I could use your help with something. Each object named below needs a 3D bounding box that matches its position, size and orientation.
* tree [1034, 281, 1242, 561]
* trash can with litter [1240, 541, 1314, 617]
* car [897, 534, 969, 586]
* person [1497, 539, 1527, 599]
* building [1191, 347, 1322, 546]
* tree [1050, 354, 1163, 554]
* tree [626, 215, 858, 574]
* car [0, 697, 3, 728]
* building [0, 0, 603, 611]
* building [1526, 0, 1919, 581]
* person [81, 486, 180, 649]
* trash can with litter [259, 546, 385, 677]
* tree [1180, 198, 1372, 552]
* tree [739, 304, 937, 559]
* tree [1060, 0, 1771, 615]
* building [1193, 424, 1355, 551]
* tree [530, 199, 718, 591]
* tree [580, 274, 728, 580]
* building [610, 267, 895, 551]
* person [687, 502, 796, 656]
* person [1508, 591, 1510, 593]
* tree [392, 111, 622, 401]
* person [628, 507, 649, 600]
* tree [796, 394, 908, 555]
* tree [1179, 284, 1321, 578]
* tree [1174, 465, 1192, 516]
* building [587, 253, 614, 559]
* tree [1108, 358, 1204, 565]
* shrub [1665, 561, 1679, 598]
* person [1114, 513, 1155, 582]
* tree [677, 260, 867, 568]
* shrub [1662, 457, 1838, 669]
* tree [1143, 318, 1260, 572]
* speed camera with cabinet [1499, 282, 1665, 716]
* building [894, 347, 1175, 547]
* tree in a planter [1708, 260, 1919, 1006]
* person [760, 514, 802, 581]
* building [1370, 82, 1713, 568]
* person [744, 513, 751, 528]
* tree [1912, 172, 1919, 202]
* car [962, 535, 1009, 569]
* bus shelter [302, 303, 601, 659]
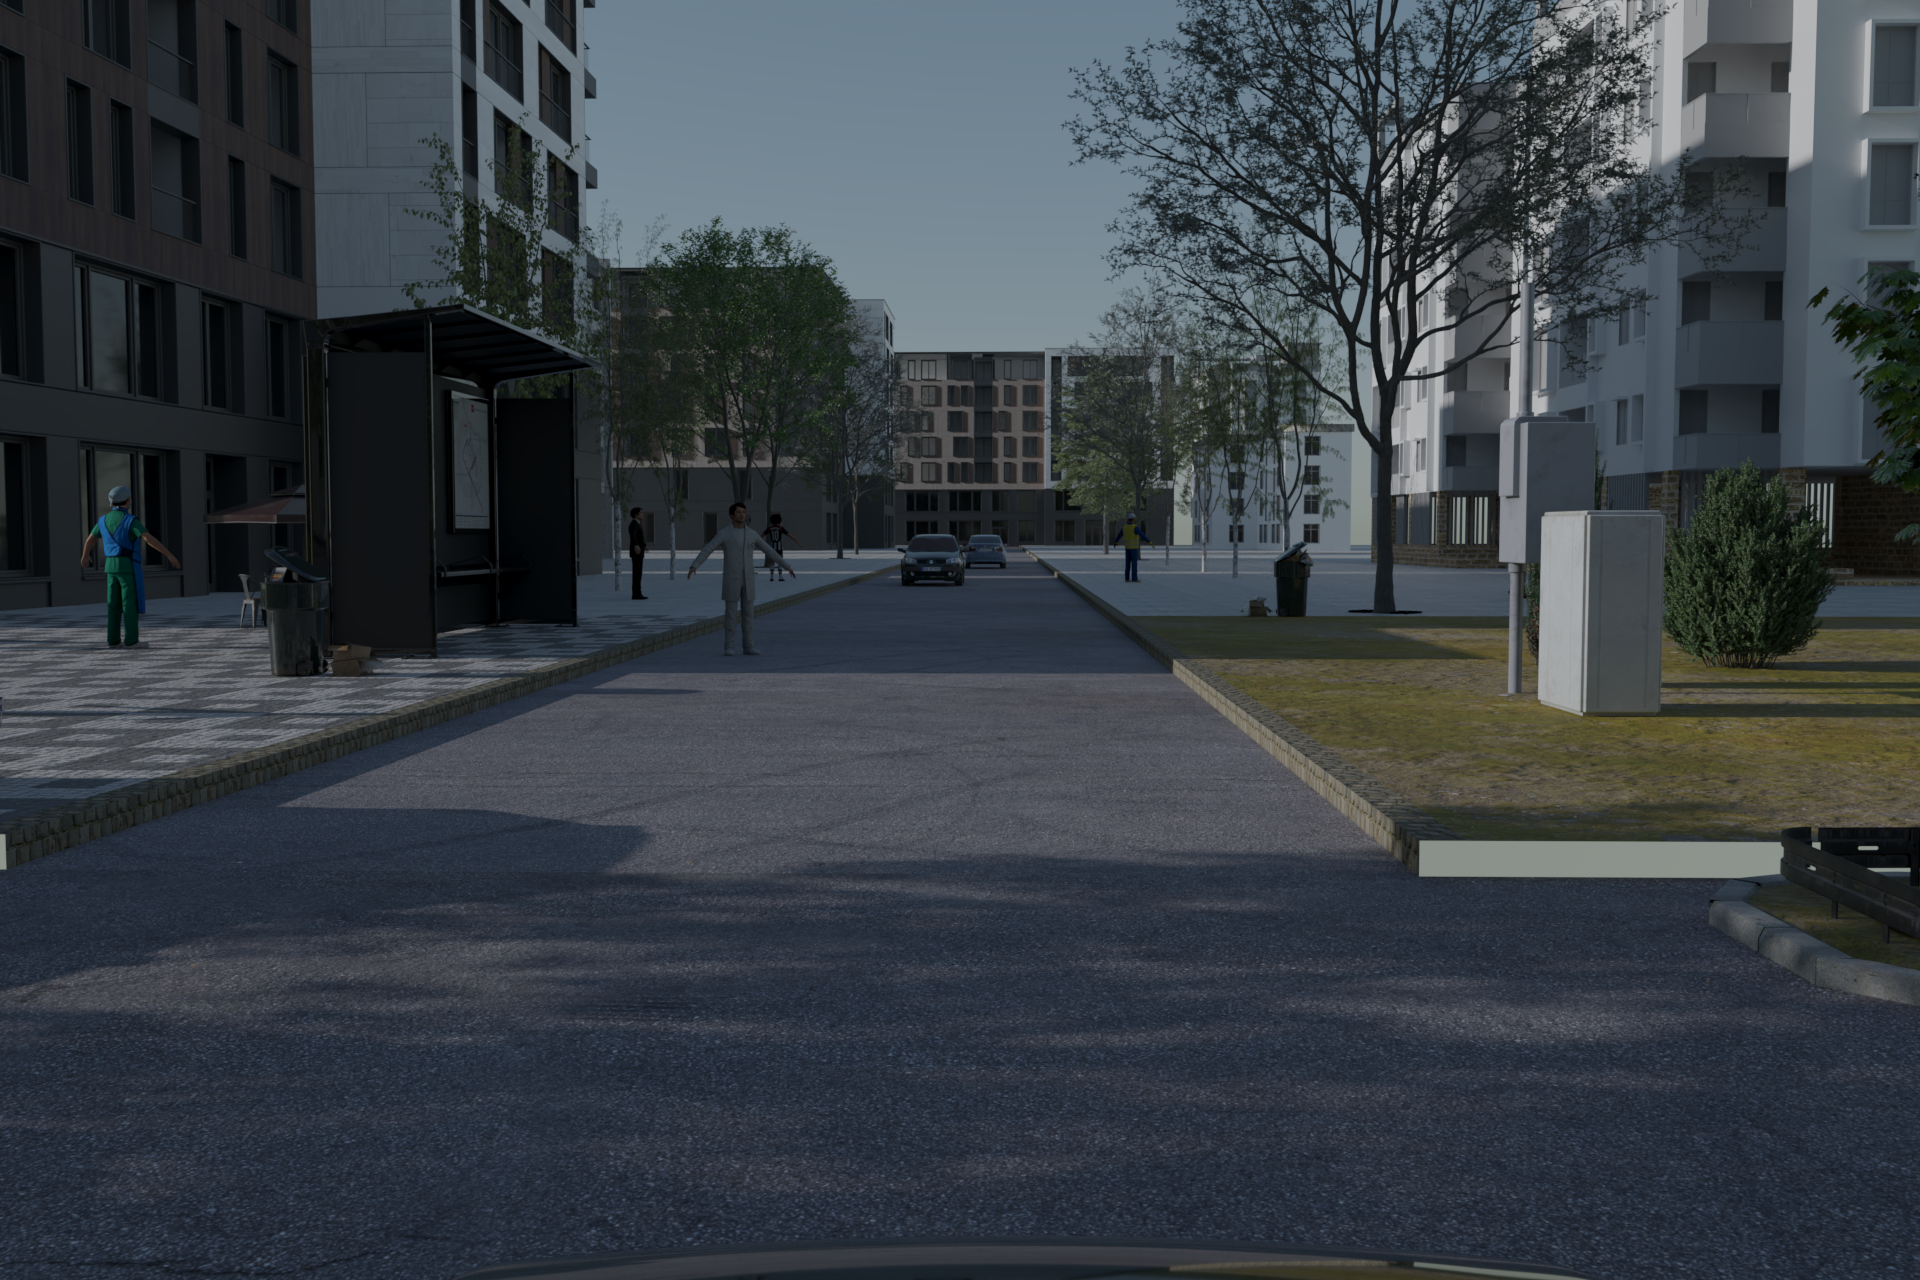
[{"bbox_3d":[8.705,-10.617,83.954,12.009,13.543,11.850,0,3,0],"label":"tree"},{"bbox_3d":[4.924,-0.949,26.909,1.055,1.170,0.624,0,4,1],"label":"trash can with litter"},{"bbox_3d":[-0.740,-2.406,49.131,2.009,1.686,4.222,0,4,1],"label":"car"},{"bbox_3d":[11.191,-1.732,34.597,0.705,1.796,1.348,-2,4,-29],"label":"person"},{"bbox_3d":[29.634,-19.977,183.049,16.016,20.090,11.380,0,4,1],"label":"building"},{"bbox_3d":[9.305,-11.697,109.375,7.486,12.596,7.792,0,3,0],"label":"tree"},{"bbox_3d":[-7.057,-7.947,55.691,9.928,11.665,9.643,0,3,0],"label":"tree"},{"bbox_3d":[-5.795,0.331,7.169,1.945,1.354,3.894,0,4,2],"label":"car"},{"bbox_3d":[-26.061,-11.967,39.639,27.936,21.610,32.646,0,4,2],"label":"building"},{"bbox_3d":[23.662,-12.147,55.023,16.016,20.090,11.380,0,4,1],"label":"building"},{"bbox_3d":[-9.379,-0.815,19.460,1.347,1.817,0.704,1,4,18],"label":"person"},{"bbox_3d":[-5.789,-0.267,15.760,1.055,1.170,0.624,0,4,3],"label":"trash can with litter"},{"bbox_3d":[7.250,-5.335,37.584,4.360,8.622,3.978,0,3,0],"label":"tree"},{"bbox_3d":[-6.113,-10.942,89.267,12.009,13.543,11.850,0,3,0],"label":"tree"},{"bbox_3d":[6.757,-7.170,27.592,12.009,13.543,11.850,0,3,0],"label":"tree"},{"bbox_3d":[25.703,-12.470,146.024,9.099,9.664,28.070,0,4,1],"label":"building"},{"bbox_3d":[-7.985,-5.423,39.025,4.360,8.622,3.978,0,3,0],"label":"tree"},{"bbox_3d":[-7.889,-6.010,48.627,4.360,8.622,3.978,0,3,0],"label":"tree"},{"bbox_3d":[-20.598,-18.664,149.128,27.936,21.610,32.646,0,4,2],"label":"building"},{"bbox_3d":[-2.606,-0.725,20.501,1.347,1.806,0.705,-2,4,-28],"label":"person"},{"bbox_3d":[12.007,-1.929,37.301,0.705,1.858,1.354,2,4,34],"label":"person"},{"bbox_3d":[-8.220,-4.936,31.074,4.737,8.622,4.395,0,3,0],"label":"tree"},{"bbox_3d":[-6.291,-1.696,33.913,0.705,1.806,1.347,0,4,-3],"label":"person"},{"bbox_3d":[-6.739,-10.582,107.421,7.601,10.594,8.767,-2,4,-32],"label":"tree"},{"bbox_3d":[8.071,-6.152,50.952,4.360,8.622,3.978,0,3,0],"label":"tree"},{"bbox_3d":[27.991,-16.119,197.965,7.601,10.594,8.767,0,4,1],"label":"tree"},{"bbox_3d":[-26.687,-12.733,74.637,16.747,18.905,31.486,0,4,1],"label":"building"},{"bbox_3d":[8.717,-7.411,71.531,4.360,8.622,3.978,0,3,0],"label":"tree"},{"bbox_3d":[11.416,-0.968,26.936,1.383,1.207,1.383,0,3,0],"label":"shrub"},{"bbox_3d":[4.586,-2.455,46.104,1.349,1.833,0.705,3,5,44],"label":"person"},{"bbox_3d":[-7.098,-8.542,65.424,9.928,11.665,9.643,0,3,0],"label":"tree"},{"bbox_3d":[7.521,-0.751,16.704,1.690,2.028,1.600,0,3,0],"label":"shrub"},{"bbox_3d":[8.366,-6.632,58.793,4.360,8.622,3.978,0,3,0],"label":"tree"},{"bbox_3d":[4.653,-1.145,13.053,0.660,3.252,2.038,0,4,0],"label":"speed camera with cabinet"},{"bbox_3d":[7.675,-21.801,202.871,32.646,21.610,27.936,0,4,2],"label":"building"},{"bbox_3d":[3.727,-0.527,5.843,1.991,3.239,1.994,0,4,2],"label":"tree in a planter"},{"bbox_3d":[-4.977,-2.498,46.987,1.345,1.843,0.704,0,4,6],"label":"person"},{"bbox_3d":[23.580,-13.452,76.367,16.016,20.090,11.380,0,4,1],"label":"building"},{"bbox_3d":[-5.305,-2.267,43.201,0.705,1.813,1.348,0,4,-4],"label":"person"},{"bbox_3d":[18.660,-5.521,24.673,8.767,10.594,7.601,1,4,11],"label":"tree"},{"bbox_3d":[1.060,-3.722,72.863,2.014,1.417,4.499,0,4,1],"label":"car"},{"bbox_3d":[-5.846,-1.806,20.806,1.731,3.624,6.357,0,4,1],"label":"bus shelter"}]
